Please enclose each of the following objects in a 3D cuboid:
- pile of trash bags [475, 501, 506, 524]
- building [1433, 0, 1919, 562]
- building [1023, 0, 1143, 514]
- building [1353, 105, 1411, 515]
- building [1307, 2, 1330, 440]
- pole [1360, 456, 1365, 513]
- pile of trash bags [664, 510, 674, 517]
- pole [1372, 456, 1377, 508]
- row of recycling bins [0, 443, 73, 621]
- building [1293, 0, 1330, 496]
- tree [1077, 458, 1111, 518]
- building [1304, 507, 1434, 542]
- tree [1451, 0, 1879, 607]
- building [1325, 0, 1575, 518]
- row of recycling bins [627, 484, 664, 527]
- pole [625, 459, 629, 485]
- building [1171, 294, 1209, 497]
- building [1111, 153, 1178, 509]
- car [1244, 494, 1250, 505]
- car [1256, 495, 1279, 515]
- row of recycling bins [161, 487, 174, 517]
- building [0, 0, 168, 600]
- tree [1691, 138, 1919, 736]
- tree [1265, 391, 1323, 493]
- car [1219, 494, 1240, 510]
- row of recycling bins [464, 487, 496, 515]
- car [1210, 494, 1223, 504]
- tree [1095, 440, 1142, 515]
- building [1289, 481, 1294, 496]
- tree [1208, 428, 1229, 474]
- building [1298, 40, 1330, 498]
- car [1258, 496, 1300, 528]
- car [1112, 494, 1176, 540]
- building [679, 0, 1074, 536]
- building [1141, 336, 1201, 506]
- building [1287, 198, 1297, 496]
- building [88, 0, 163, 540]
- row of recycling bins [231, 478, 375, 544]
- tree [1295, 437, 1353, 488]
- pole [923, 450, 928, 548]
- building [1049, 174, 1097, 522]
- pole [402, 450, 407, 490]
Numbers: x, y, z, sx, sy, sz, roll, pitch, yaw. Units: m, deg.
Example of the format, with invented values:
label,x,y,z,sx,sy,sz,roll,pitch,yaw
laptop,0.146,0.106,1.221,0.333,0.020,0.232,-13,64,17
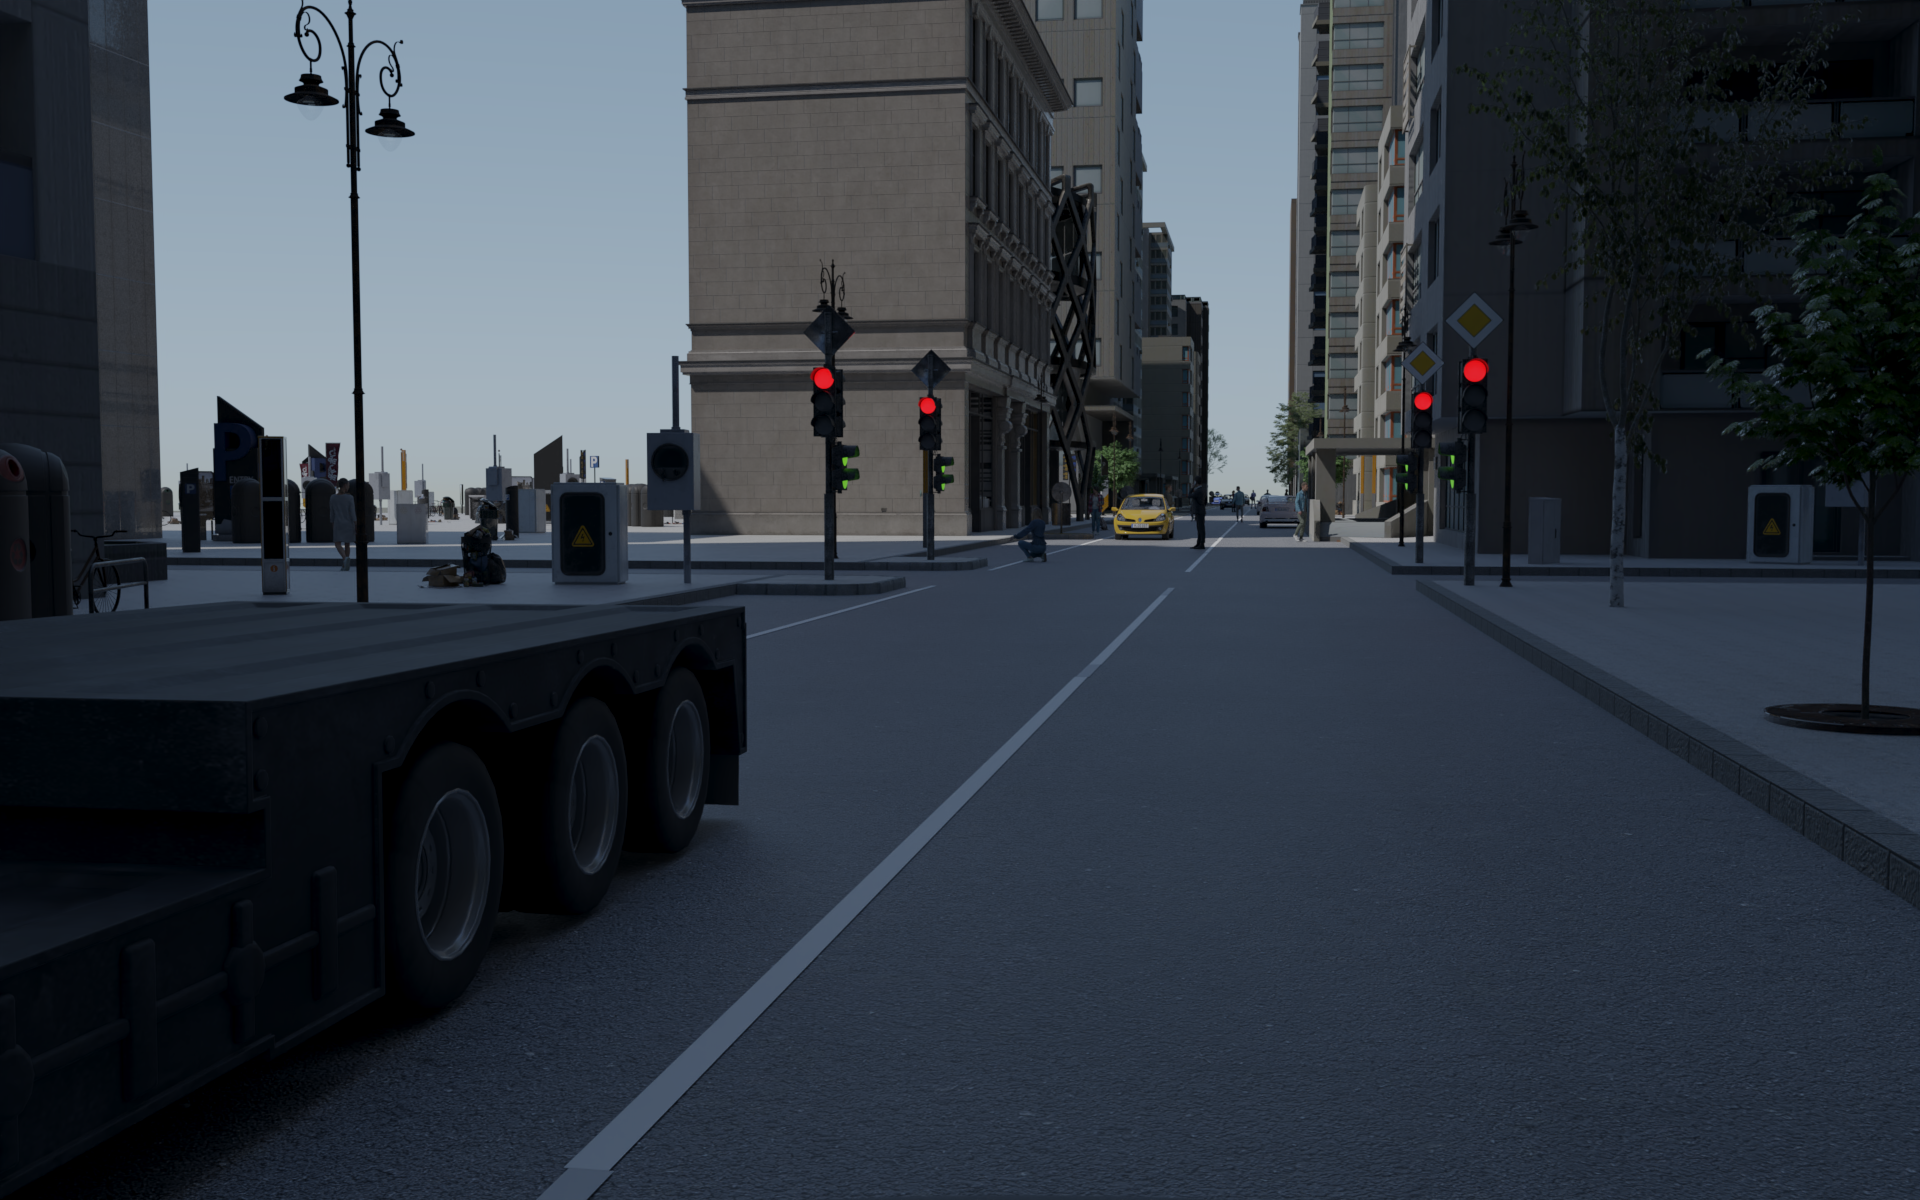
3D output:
label,x,y,z,sx,sy,sz,roll,pitch,yaw
pile of trash bags,-19.441,-4.056,76.072,3.447,1.369,1.912,-3,5,-43
building,17.532,-21.673,37.941,14.086,41.232,14.154,1,4,10
building,-1.222,-32.668,123.355,28.713,52.752,27.495,1,4,10
building,35.251,-14.935,89.230,27.650,21.520,28.899,1,4,10
building,38.309,-29.269,133.174,22.147,44.769,28.867,1,4,10
pole,21.489,-6.033,92.482,0.158,3.312,0.155,0,3,0
pile of trash bags,-14.865,-5.308,96.533,3.447,1.369,1.912,2,4,27
pole,18.725,-5.165,78.290,0.158,3.312,0.155,0,3,0
row of recycling bins,-7.468,-0.343,12.718,1.069,1.692,3.534,-1,4,-11
building,51.011,-40.719,207.746,21.231,58.520,28.212,1,4,10
tree,7.260,-5.995,92.613,1.663,3.219,1.824,0,3,0
building,27.747,-22.213,55.067,32.217,40.220,23.993,1,4,10
tree,7.710,-4.224,19.425,4.360,8.622,3.978,0,3,0
building,31.051,-26.251,112.791,14.154,41.232,14.086,1,4,10
row of recycling bins,-12.651,-3.766,68.691,1.069,1.692,3.534,-2,4,-27
pole,-19.459,-6.573,101.315,0.158,3.312,0.155,0,3,0
building,28.685,-29.295,250.665,14.160,30.474,14.107,1,4,10
building,5.480,-29.448,173.358,32.217,40.220,23.993,1,4,10
car,36.131,-12.930,221.184,2.009,1.686,4.222,1,4,11
car,21.435,-6.546,119.381,2.083,1.381,4.827,1,4,12
row of recycling bins,-46.427,-5.557,97.963,3.534,1.692,1.069,-1,4,-21
building,-25.176,-29.097,17.731,28.212,58.520,21.231,1,4,10
tree,4.931,-0.918,9.607,1.663,3.219,1.824,0,3,0
tree,37.681,-16.697,191.126,7.486,12.596,7.792,0,3,0
car,24.828,-9.135,159.146,2.009,1.686,4.222,1,4,12
row of recycling bins,-29.326,-6.054,106.101,1.069,1.692,3.534,0,4,7
car,34.045,-13.434,229.236,1.945,1.707,3.694,1,4,12
tree,9.421,-7.435,105.276,4.285,4.588,4.351,0,3,0
building,60.969,-33.097,233.011,32.217,40.220,23.993,1,4,10
tree,37.015,-20.654,263.447,9.928,11.665,9.643,0,3,0
building,43.613,-51.912,161.425,22.319,86.520,31.000,1,4,10
car,13.803,-3.781,74.188,2.083,1.381,4.827,1,4,11
car,5.889,-2.750,55.184,2.015,1.641,3.980,1,4,10
building,-3.917,-12.438,54.275,10.553,20.767,40.483,1,4,10
building,14.208,-22.141,207.037,27.650,21.520,28.899,1,4,10
building,55.197,-36.913,253.641,14.600,45.320,14.200,1,4,10
building,-34.049,-13.914,45.508,19.932,24.808,12.078,1,4,10
row of recycling bins,-17.330,-2.364,45.761,3.534,1.692,1.069,-2,4,-27
tree,20.887,-7.076,99.404,4.285,4.588,4.351,0,3,0
pole,-0.788,-2.903,41.308,0.158,3.312,0.155,0,3,0
building,-2.024,-13.186,83.037,16.820,18.784,16.811,1,4,10
pole,-25.645,-5.267,79.951,0.158,3.312,0.155,0,3,0
